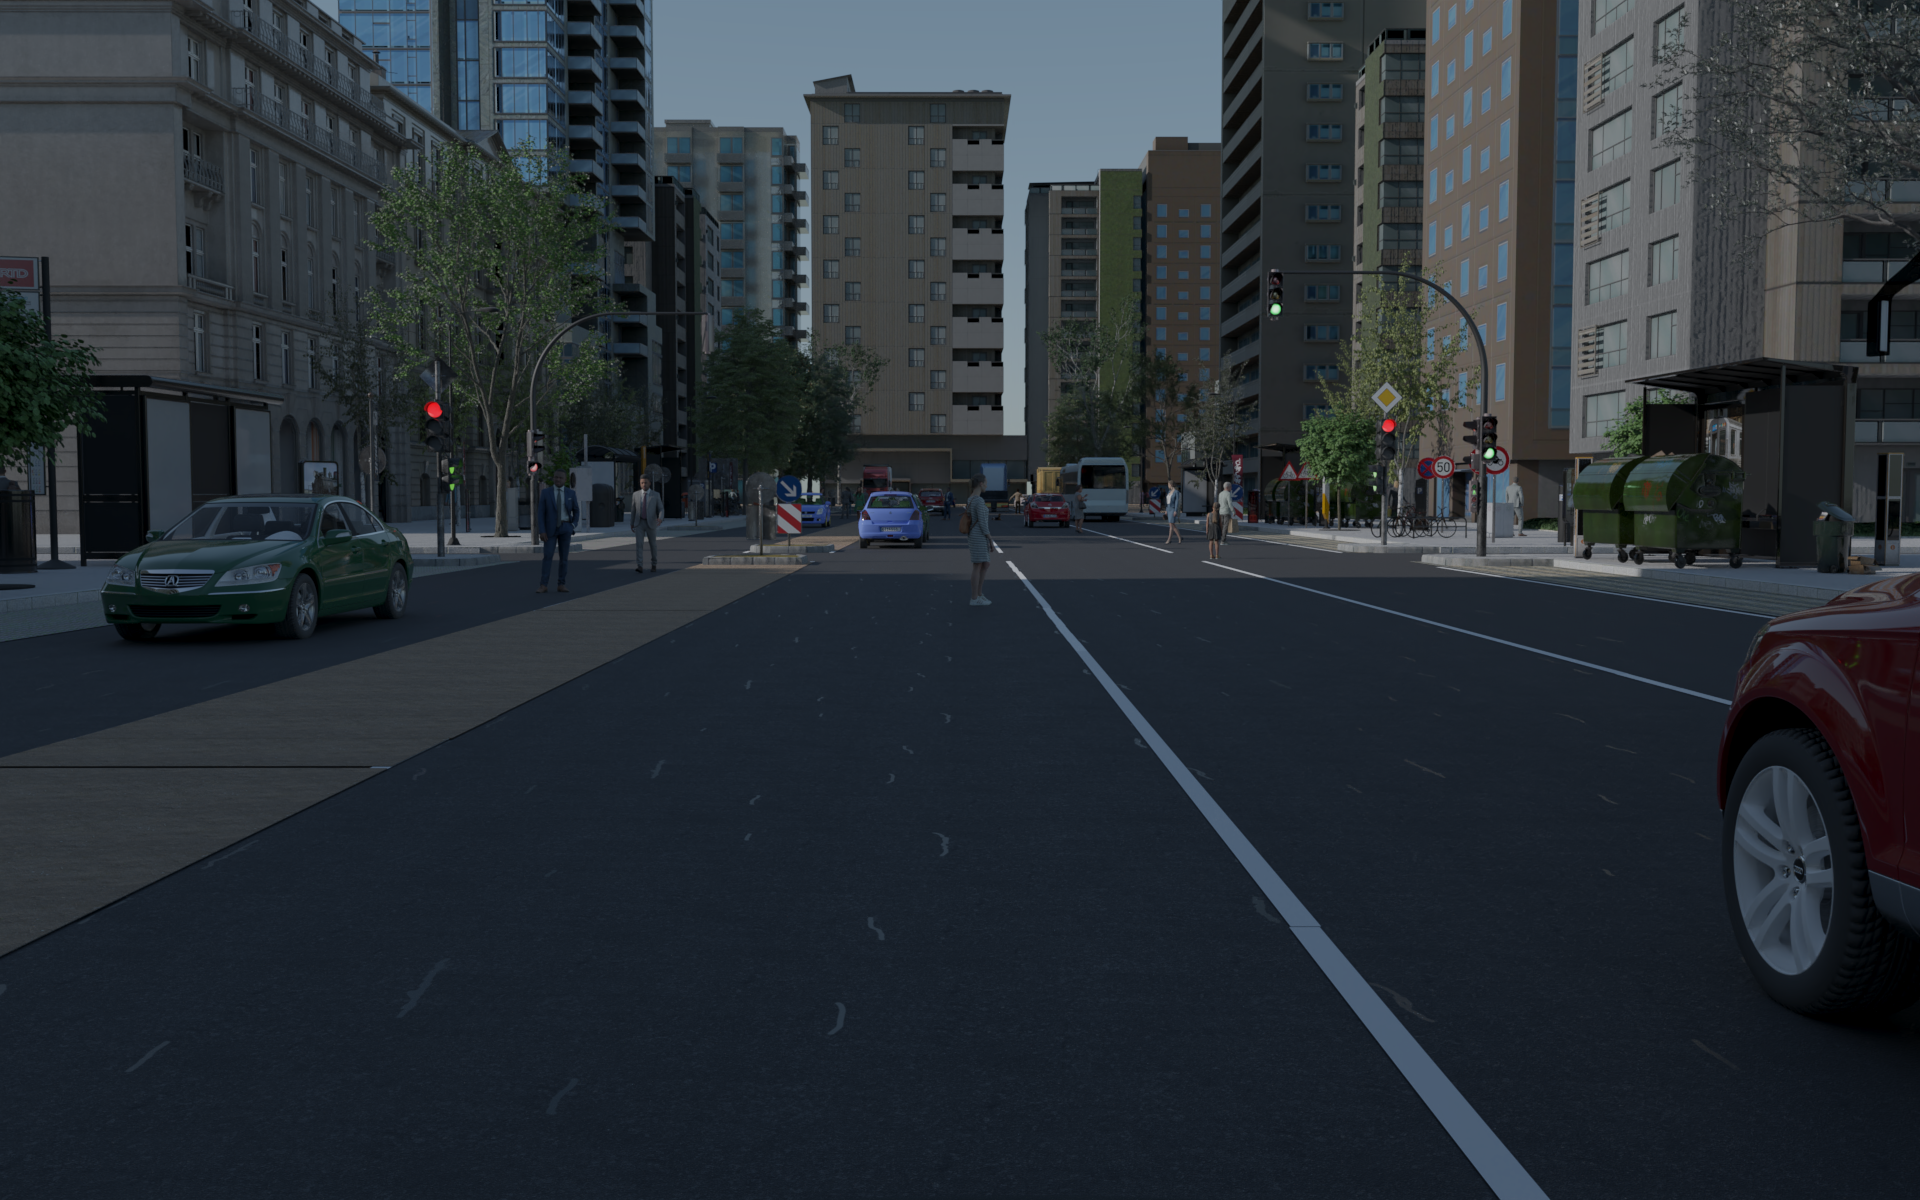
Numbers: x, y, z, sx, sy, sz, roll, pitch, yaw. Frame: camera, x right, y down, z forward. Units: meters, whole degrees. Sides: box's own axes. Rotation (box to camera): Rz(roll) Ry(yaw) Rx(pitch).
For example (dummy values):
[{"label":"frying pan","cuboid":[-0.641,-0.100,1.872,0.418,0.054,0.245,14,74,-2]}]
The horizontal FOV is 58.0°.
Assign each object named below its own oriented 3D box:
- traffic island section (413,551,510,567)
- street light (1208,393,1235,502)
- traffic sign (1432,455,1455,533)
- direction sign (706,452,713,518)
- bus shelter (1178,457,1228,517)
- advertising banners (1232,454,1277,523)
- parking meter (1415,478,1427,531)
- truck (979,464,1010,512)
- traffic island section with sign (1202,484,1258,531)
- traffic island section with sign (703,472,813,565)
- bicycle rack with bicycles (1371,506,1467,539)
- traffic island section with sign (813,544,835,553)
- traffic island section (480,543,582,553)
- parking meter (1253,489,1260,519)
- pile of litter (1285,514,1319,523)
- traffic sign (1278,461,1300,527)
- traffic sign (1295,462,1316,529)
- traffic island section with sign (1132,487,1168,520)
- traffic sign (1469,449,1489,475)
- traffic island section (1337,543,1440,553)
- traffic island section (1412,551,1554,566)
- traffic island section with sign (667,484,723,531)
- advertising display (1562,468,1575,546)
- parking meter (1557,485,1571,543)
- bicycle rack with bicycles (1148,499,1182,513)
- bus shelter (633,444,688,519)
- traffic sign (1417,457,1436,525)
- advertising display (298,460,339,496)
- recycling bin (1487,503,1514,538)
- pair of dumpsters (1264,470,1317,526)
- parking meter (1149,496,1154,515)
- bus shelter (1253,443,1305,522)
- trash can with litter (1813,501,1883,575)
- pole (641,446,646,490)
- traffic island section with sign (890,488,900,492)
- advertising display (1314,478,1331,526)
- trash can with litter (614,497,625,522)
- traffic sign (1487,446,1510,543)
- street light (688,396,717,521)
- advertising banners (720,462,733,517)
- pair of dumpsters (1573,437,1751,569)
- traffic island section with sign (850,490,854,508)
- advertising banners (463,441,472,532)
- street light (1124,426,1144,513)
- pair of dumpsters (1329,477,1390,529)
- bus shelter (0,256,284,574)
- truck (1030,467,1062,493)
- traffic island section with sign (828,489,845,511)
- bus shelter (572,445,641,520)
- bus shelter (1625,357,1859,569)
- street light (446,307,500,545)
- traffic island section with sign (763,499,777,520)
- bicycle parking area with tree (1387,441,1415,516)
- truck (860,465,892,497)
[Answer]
[{"label":"traffic island section","cuboid":[-10.639,-0.806,35.456,2.009,0.180,2.903,0,4,0]},{"label":"street light","cuboid":[12.041,-6.541,79.483,1.470,5.913,1.316,0,4,0]},{"label":"traffic sign","cuboid":[15.960,-3.496,57.258,0.768,2.556,0.104,0,4,6]},{"label":"direction sign","cuboid":[-13.578,-6.219,93.678,0.379,3.537,0.876,0,4,3]},{"label":"bus shelter","cuboid":[13.449,-6.259,96.256,2.014,3.302,5.546,0,4,0]},{"label":"advertising banners","cuboid":[12.938,-4.894,76.207,2.074,3.025,0.090,2,4,25]},{"label":"parking meter","cuboid":[16.168,-3.364,60.706,0.255,1.863,0.399,-3,5,-42]},{"label":"truck","cuboid":[2.855,-9.618,147.020,2.967,4.110,18.799,0,4,1]},{"label":"traffic island section with sign","cuboid":[10.584,-3.638,68.112,1.989,1.847,2.006,0,4,0]},{"label":"traffic island section with sign","cuboid":[-4.175,-1.687,35.713,2.006,1.907,1.989,0,4,0]},{"label":"bicycle rack with bicycles","cuboid":[13.411,-2.299,50.971,2.925,0.926,2.852,-1,4,-17]},{"label":"traffic island section with sign","cuboid":[-4.192,-2.140,43.120,2.006,1.907,1.989,0,4,0]},{"label":"traffic island section","cuboid":[-10.668,-1.294,43.441,2.009,0.180,2.903,0,4,0]},{"label":"parking meter","cuboid":[15.073,-4.866,87.975,0.372,1.533,0.369,0,3,0]},{"label":"pile of litter","cuboid":[15.108,-3.819,76.406,1.719,0.858,1.176,-1,4,-10]},{"label":"traffic sign","cuboid":[12.966,-4.176,68.287,0.884,2.594,0.081,0,4,5]},{"label":"traffic sign","cuboid":[12.862,-3.931,64.276,0.884,2.594,0.081,0,3,0]},{"label":"traffic island section with sign","cuboid":[10.496,-5.287,95.067,1.989,1.847,2.006,0,4,0]},{"label":"traffic sign","cuboid":[14.024,-2.840,46.541,0.768,2.556,0.104,0,4,5]},{"label":"traffic island section","cuboid":[10.673,-1.299,43.513,2.009,0.180,2.903,0,4,0]},{"label":"traffic island section","cuboid":[10.702,-0.810,35.528,2.009,0.180,2.903,0,4,0]},{"label":"traffic island section with sign","cuboid":[-10.444,-3.663,68.522,1.989,1.847,2.006,0,4,0]},{"label":"advertising display","cuboid":[15.226,-2.292,42.686,0.974,1.923,0.123,-2,4,-30]},{"label":"parking meter","cuboid":[16.038,-2.291,45.877,0.372,1.533,0.369,0,3,0]},{"label":"bicycle rack with bicycles","cuboid":[14.590,-6.362,117.408,2.852,0.926,2.925,-3,5,-42]},{"label":"bus shelter","cuboid":[-14.617,-5.724,84.875,1.731,3.624,6.357,0,4,0]},{"label":"traffic sign","cuboid":[16.240,-3.672,60.137,0.768,2.556,0.104,0,4,8]},{"label":"advertising display","cuboid":[-12.374,-1.727,33.458,0.123,1.923,0.974,1,4,22]},{"label":"recycling bin","cuboid":[15.773,-2.346,50.916,0.722,1.027,0.722,-1,4,-16]},{"label":"pair of dumpsters","cuboid":[13.828,-4.260,72.138,1.574,2.255,4.437,0,3,0]},{"label":"parking meter","cuboid":[12.069,-6.142,108.825,0.372,1.533,0.369,0,3,0]},{"label":"bus shelter","cuboid":[15.315,-5.572,82.388,1.731,3.624,6.357,0,4,0]},{"label":"trash can with litter","cuboid":[14.345,-1.013,27.947,0.624,1.170,1.055,-2,4,-31]},{"label":"pole","cuboid":[-13.472,-4.890,73.799,0.158,3.312,0.155,0,3,0]},{"label":"traffic island section with sign","cuboid":[-4.474,-6.735,118.258,2.006,1.907,1.989,0,4,0]},{"label":"advertising display","cuboid":[14.471,-3.902,69.016,0.974,1.923,0.123,-3,4,-36]},{"label":"trash can with litter","cuboid":[-15.756,-4.133,78.966,1.055,1.170,0.624,3,4,39]},{"label":"traffic sign","cuboid":[14.087,-2.786,45.665,0.768,2.556,0.104,0,4,1]},{"label":"street light","cuboid":[-12.227,-6.711,82.260,1.470,5.913,1.316,0,4,0]},{"label":"advertising banners","cuboid":[-12.792,-6.042,94.967,0.090,3.025,2.074,-2,4,-26]},{"label":"pair of dumpsters","cuboid":[12.788,-1.788,31.733,1.574,2.255,4.437,0,4,0]},{"label":"traffic island section with sign","cuboid":[-10.807,-10.015,172.377,1.989,1.847,2.006,0,4,0]},{"label":"advertising banners","cuboid":[-16.529,-3.782,58.029,0.090,3.025,2.074,-1,4,-11]},{"label":"street light","cuboid":[11.893,-8.930,118.550,1.470,5.913,1.316,0,4,0]},{"label":"pair of dumpsters","cuboid":[15.221,-3.906,66.360,1.574,2.255,4.437,0,4,0]},{"label":"bus shelter","cuboid":[-15.245,-3.322,31.952,2.179,5.291,8.768,0,3,0]},{"label":"truck","cuboid":[6.867,-7.848,124.244,3.469,3.379,9.791,0,4,1]},{"label":"traffic island section with sign","cuboid":[-10.703,-8.353,145.201,1.989,1.847,2.006,0,4,0]},{"label":"bus shelter","cuboid":[-15.046,-4.912,74.228,2.014,3.302,5.546,0,3,0]},{"label":"bus shelter","cuboid":[14.586,-2.539,32.788,1.731,3.624,6.357,0,3,0]},{"label":"street light","cuboid":[-12.139,-4.321,43.192,1.470,5.913,1.316,0,4,0]},{"label":"traffic island section with sign","cuboid":[-10.524,-5.312,95.477,1.989,1.847,2.006,0,4,0]},{"label":"bicycle parking area with tree","cuboid":[25.231,-6.666,95.987,9.016,4.147,8.231,3,5,40]},{"label":"truck","cuboid":[-7.960,-10.869,166.614,2.839,4.237,11.283,0,4,0]}]
